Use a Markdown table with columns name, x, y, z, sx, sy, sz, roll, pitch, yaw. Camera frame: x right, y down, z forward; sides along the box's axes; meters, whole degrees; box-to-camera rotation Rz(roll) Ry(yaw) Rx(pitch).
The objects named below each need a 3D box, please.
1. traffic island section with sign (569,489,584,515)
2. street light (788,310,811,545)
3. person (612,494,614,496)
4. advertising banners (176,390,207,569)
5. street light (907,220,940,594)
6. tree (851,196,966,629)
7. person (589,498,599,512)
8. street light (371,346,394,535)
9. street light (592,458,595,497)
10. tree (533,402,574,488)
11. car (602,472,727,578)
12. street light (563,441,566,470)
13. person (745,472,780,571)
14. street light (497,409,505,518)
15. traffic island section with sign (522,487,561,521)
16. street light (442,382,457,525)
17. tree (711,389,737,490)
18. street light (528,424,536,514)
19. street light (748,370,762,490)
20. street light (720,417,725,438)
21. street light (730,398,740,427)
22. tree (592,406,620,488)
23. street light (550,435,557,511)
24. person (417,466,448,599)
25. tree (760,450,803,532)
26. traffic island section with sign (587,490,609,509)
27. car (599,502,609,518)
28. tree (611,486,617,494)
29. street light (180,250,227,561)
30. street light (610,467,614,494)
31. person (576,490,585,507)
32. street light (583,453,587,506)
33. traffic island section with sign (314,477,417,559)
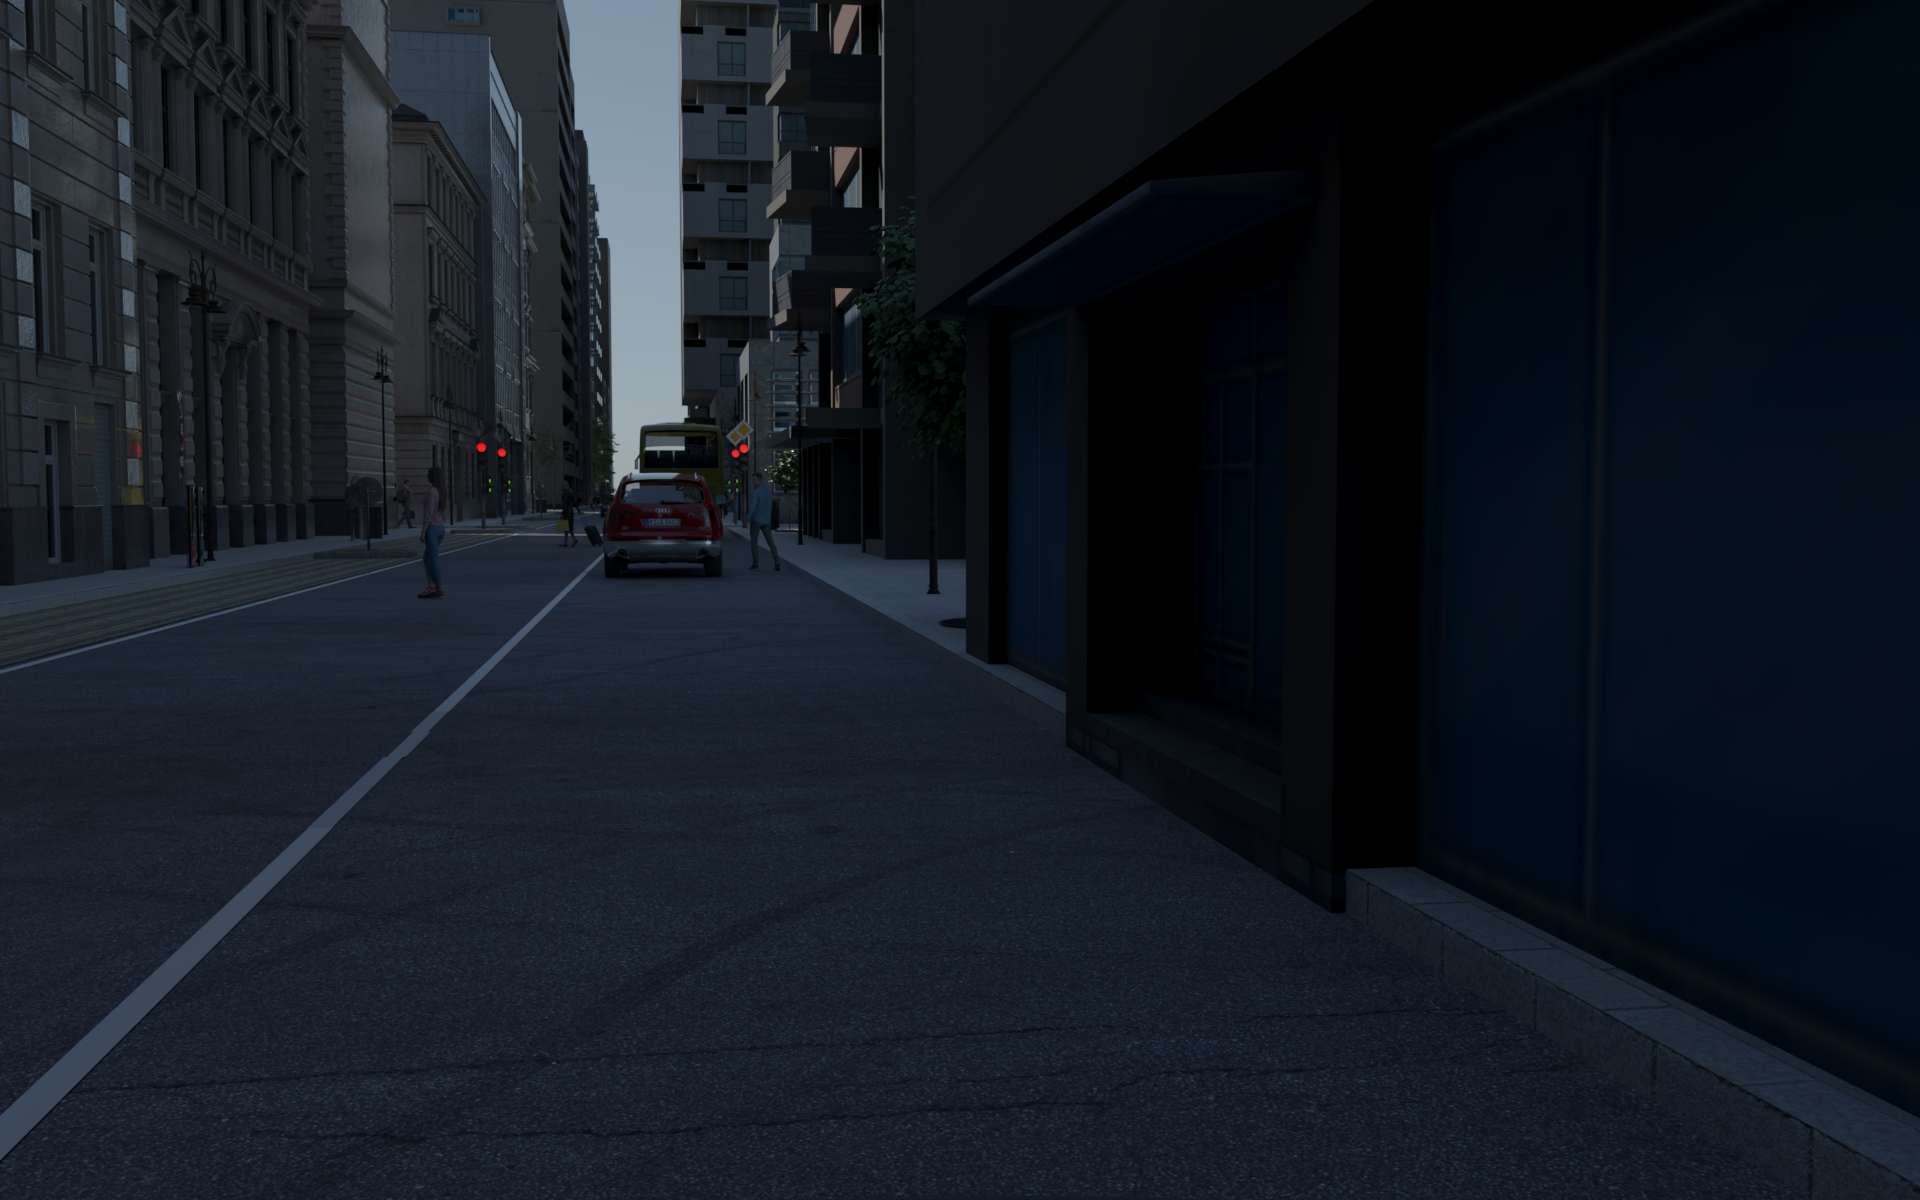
| name | x | y | z | sx | sy | sz | roll | pitch | yaw |
| --- | --- | --- | --- | --- | --- | --- | --- | --- | --- |
| traffic island section with sign | -27.170 | -6.841 | 120.475 | 1.989 | 1.847 | 2.006 | -1 | 4 | -10 |
| street light | -4.034 | -4.330 | 43.579 | 0.468 | 5.910 | 1.993 | -1 | 4 | -10 |
| person | -32.324 | -9.154 | 161.432 | 0.557 | 1.426 | 1.065 | 3 | 5 | 42 |
| advertising banners | -13.410 | -2.080 | 30.193 | 0.090 | 3.025 | 2.074 | -1 | 4 | -13 |
| street light | -0.341 | -3.014 | 22.064 | 0.468 | 5.910 | 1.993 | -1 | 4 | -10 |
| tree | 0.556 | -2.033 | 16.956 | 4.285 | 4.588 | 4.351 | 0 | 3 | 0 |
| person | -29.753 | -7.735 | 140.473 | 1.012 | 1.151 | 0.738 | -3 | 4 | -38 |
| street light | -18.018 | -4.977 | 54.158 | 0.468 | 5.910 | 1.993 | -1 | 4 | -10 |
| street light | -44.450 | -14.535 | 210.428 | 0.468 | 5.910 | 1.993 | -1 | 4 | -10 |
| tree | -33.472 | -11.580 | 139.697 | 4.360 | 8.622 | 3.978 | 0 | 3 | 0 |
| car | -5.355 | -1.389 | 31.377 | 2.281 | 1.827 | 5.304 | -1 | 4 | -9 |
| street light | -33.624 | -10.651 | 146.931 | 0.468 | 5.910 | 1.993 | -1 | 4 | -10 |
| person | -3.703 | -1.467 | 32.341 | 0.638 | 1.841 | 0.748 | -3 | 5 | -43 |
| street light | -24.500 | -7.319 | 92.459 | 0.468 | 5.910 | 1.993 | -1 | 4 | -10 |
| traffic island section with sign | -22.655 | -5.215 | 93.899 | 1.989 | 1.847 | 2.006 | -1 | 4 | -10 |
| street light | -20.941 | -6.018 | 71.177 | 0.468 | 5.910 | 1.993 | -1 | 4 | -10 |
| tree | -14.936 | -10.133 | 116.038 | 4.360 | 8.622 | 3.978 | 0 | 3 | 0 |
| street light | -28.118 | -8.626 | 113.825 | 0.468 | 5.910 | 1.993 | -1 | 4 | -10 |
| street light | -7.661 | -5.623 | 64.721 | 0.468 | 5.910 | 1.993 | -1 | 4 | -10 |
| street light | -14.364 | -8.050 | 104.406 | 0.468 | 5.910 | 1.993 | -1 | 4 | -10 |
| street light | -10.750 | -6.743 | 83.039 | 0.468 | 5.910 | 1.993 | -1 | 4 | -10 |
| tree | -47.411 | -18.554 | 221.476 | 7.486 | 12.596 | 7.792 | 0 | 3 | 0 |
| street light | -31.642 | -9.920 | 134.985 | 0.468 | 5.910 | 1.993 | -1 | 4 | -10 |
| person | -7.246 | -0.938 | 23.849 | 0.388 | 1.821 | 0.555 | 0 | 3 | 0 |
| tree | -5.663 | -3.916 | 58.632 | 1.663 | 3.219 | 1.824 | 0 | 3 | 0 |
| traffic island section with sign | -35.316 | -9.781 | 168.540 | 1.989 | 1.847 | 2.006 | -1 | 4 | -10 |
| car | -21.340 | -5.781 | 107.104 | 1.945 | 1.354 | 3.894 | -1 | 4 | -10 |
| tree | -60.745 | -18.842 | 302.671 | 1.663 | 3.219 | 1.824 | 0 | 3 | 0 |
| street light | -14.364 | -3.684 | 33.021 | 0.468 | 5.910 | 1.993 | -1 | 4 | -10 |
| street light | -58.415 | -19.545 | 292.352 | 0.468 | 5.910 | 1.993 | -1 | 4 | -10 |
| person | -38.363 | -10.267 | 174.698 | 1.217 | 1.735 | 0.721 | -1 | 4 | -11 |
| street light | -40.923 | -13.240 | 189.269 | 0.468 | 5.910 | 1.993 | -1 | 4 | -10 |
| traffic island section with sign | -13.352 | -1.859 | 39.028 | 1.989 | 1.847 | 2.006 | -1 | 4 | -10 |
